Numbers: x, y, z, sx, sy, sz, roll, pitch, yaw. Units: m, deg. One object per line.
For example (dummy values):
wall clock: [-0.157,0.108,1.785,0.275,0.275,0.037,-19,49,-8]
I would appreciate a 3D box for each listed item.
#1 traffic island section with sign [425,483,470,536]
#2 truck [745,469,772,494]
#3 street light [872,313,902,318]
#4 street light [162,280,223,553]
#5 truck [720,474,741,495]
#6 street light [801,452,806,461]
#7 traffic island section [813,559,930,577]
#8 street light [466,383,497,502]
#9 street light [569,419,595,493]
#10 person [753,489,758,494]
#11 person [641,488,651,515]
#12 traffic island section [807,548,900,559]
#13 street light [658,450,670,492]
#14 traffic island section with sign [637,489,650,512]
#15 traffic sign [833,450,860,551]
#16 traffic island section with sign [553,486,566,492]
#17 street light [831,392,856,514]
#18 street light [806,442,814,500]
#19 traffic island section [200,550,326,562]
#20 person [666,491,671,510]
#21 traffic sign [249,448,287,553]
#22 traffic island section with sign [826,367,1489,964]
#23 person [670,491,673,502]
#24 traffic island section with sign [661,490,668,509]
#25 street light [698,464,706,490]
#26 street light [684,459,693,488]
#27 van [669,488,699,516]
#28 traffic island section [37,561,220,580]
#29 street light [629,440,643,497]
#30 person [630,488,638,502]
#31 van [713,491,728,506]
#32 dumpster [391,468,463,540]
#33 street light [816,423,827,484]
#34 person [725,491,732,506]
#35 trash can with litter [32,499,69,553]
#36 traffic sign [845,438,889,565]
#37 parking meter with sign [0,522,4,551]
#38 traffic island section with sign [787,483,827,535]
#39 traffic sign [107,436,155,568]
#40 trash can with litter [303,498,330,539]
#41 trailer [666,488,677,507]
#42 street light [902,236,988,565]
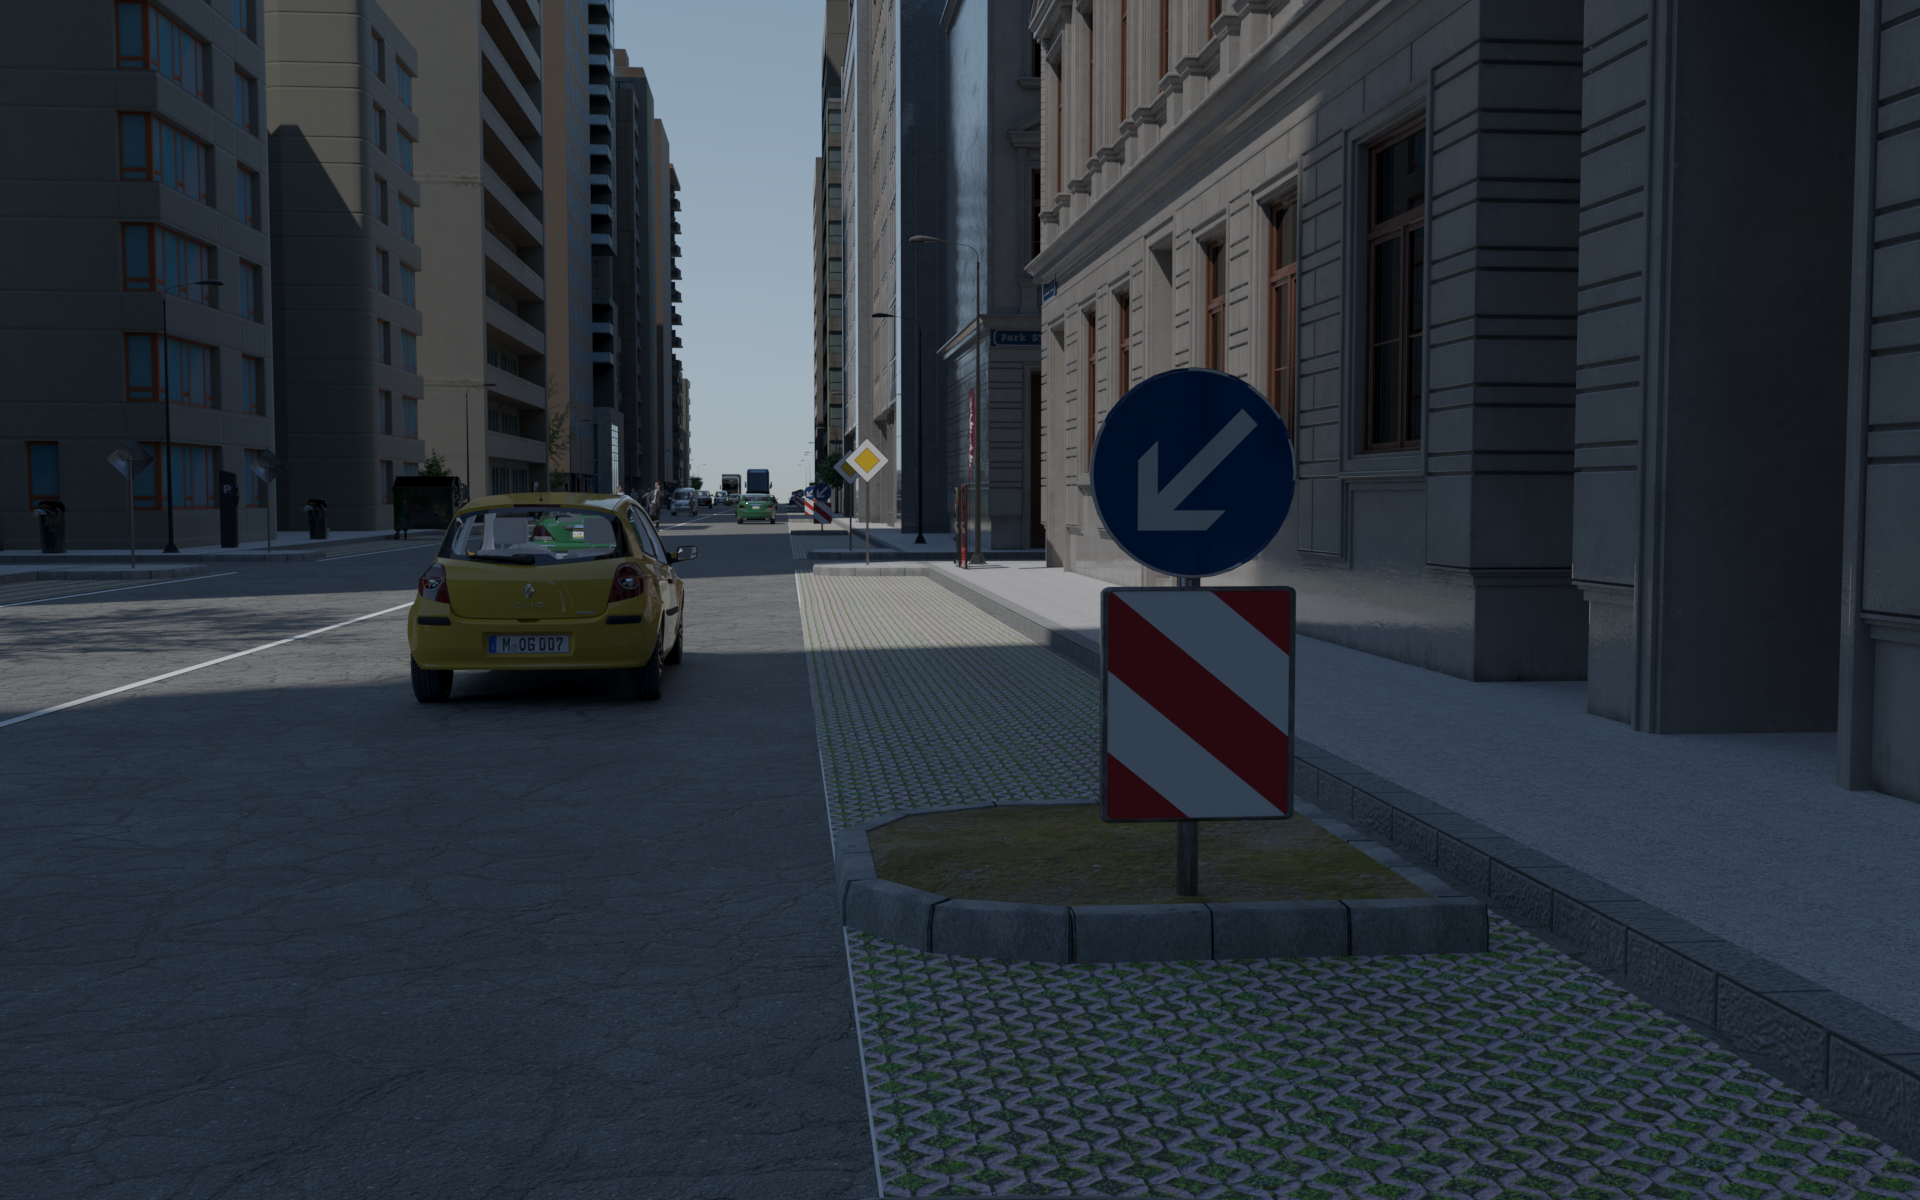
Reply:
traffic island section with sign: [-17.459,-3.166,60.397,1.989,1.847,2.006,0,4,-6]
truck: [-20.979,-11.581,179.107,2.967,4.110,18.799,0,4,-6]
street light: [-1.564,-4.407,44.600,1.470,5.913,1.316,0,4,-6]
street light: [-16.662,-3.981,37.635,1.470,5.913,1.316,0,4,-6]
truck: [-32.306,-15.647,244.745,2.839,4.237,11.283,0,4,-5]
street light: [-17.500,-14.055,202.342,1.470,5.913,1.316,0,4,-6]
traffic island section: [-1.654,-0.555,31.362,2.009,0.180,2.903,0,4,-6]
street light: [-20.111,-6.126,72.702,1.470,5.913,1.316,0,4,-6]
street light: [-23.693,-8.270,107.756,1.470,5.913,1.316,0,4,-6]
person: [-17.560,-8.574,148.641,1.348,1.831,0.705,-1,4,-16]
person: [-21.154,-6.695,118.050,1.350,1.814,0.705,1,4,13]
traffic island section: [-2.458,-1.041,39.307,2.009,0.180,2.903,0,4,-6]
street light: [-31.368,-12.899,183.438,1.470,5.913,1.316,0,4,-6]
traffic island section with sign: [-25.278,-7.887,137.581,1.989,1.847,2.006,0,4,-6]
traffic sign: [-2.481,-2.176,39.228,0.795,2.450,0.064,0,4,-6]
traffic island section with sign: [-20.227,-4.832,87.634,1.989,1.847,2.006,0,4,-6]
street light: [-5.176,-6.526,79.246,1.470,5.913,1.316,0,4,-6]
street light: [-12.836,-11.156,154.937,1.470,5.913,1.316,0,4,-6]
traffic island section: [-15.185,-0.963,38.028,2.009,0.180,2.903,0,4,-6]
person: [-25.569,-8.738,152.162,0.445,1.727,0.742,0,4,0]
traffic sign: [-15.163,-2.099,37.969,0.795,2.450,0.064,0,4,-6]
traffic island section with sign: [0.555,0.148,6.213,1.989,1.847,2.006,0,4,-6]
person: [-25.650,-8.886,154.574,1.217,1.735,0.721,3,5,40]
traffic island section with sign: [-28.001,-9.527,164.398,1.989,1.847,2.006,0,4,-6]
street light: [-39.697,-17.964,266.244,1.470,5.913,1.316,0,4,-6]
street light: [-36.308,-15.852,231.728,1.470,5.913,1.316,0,4,-6]
van: [-18.579,-6.710,116.727,2.013,2.044,4.112,0,4,-6]
traffic island section: [-14.381,-0.477,30.083,2.009,0.180,2.903,0,4,-6]
street light: [-27.879,-10.788,148.932,1.470,5.913,1.316,0,4,-6]
person: [-19.881,-5.925,105.477,0.635,1.810,0.391,2,4,28]
van: [-30.144,-12.923,218.306,2.013,2.044,4.112,0,4,-4]
dumpster: [-16.624,-3.003,54.054,1.985,2.255,1.502,0,4,-4]
street light: [-8.621,-8.637,113.756,1.470,5.913,1.316,0,4,-6]
person: [-28.289,-12.491,212.804,1.350,1.814,0.705,-3,5,-40]
trash can with litter: [-19.711,-1.601,37.564,0.624,1.170,1.055,-1,4,-21]
traffic sign: [-1.677,-1.691,31.283,0.795,2.450,0.064,0,4,-6]
parking meter with sign: [-22.234,-2.576,38.371,1.738,3.016,0.543,-2,4,-33]
traffic island section with sign: [-4.940,-3.175,60.535,1.989,1.847,2.006,0,4,-6]
traffic sign: [-14.358,-1.614,30.024,0.795,2.450,0.064,0,4,-6]
trash can with litter: [-18.278,-2.315,49.233,0.624,1.170,1.055,-1,4,-13]
trailer: [-28.347,-10.037,171.161,1.471,1.999,3.904,0,4,-6]
street light: [-0.212,-3.599,31.381,1.470,5.913,1.316,0,4,-6]
